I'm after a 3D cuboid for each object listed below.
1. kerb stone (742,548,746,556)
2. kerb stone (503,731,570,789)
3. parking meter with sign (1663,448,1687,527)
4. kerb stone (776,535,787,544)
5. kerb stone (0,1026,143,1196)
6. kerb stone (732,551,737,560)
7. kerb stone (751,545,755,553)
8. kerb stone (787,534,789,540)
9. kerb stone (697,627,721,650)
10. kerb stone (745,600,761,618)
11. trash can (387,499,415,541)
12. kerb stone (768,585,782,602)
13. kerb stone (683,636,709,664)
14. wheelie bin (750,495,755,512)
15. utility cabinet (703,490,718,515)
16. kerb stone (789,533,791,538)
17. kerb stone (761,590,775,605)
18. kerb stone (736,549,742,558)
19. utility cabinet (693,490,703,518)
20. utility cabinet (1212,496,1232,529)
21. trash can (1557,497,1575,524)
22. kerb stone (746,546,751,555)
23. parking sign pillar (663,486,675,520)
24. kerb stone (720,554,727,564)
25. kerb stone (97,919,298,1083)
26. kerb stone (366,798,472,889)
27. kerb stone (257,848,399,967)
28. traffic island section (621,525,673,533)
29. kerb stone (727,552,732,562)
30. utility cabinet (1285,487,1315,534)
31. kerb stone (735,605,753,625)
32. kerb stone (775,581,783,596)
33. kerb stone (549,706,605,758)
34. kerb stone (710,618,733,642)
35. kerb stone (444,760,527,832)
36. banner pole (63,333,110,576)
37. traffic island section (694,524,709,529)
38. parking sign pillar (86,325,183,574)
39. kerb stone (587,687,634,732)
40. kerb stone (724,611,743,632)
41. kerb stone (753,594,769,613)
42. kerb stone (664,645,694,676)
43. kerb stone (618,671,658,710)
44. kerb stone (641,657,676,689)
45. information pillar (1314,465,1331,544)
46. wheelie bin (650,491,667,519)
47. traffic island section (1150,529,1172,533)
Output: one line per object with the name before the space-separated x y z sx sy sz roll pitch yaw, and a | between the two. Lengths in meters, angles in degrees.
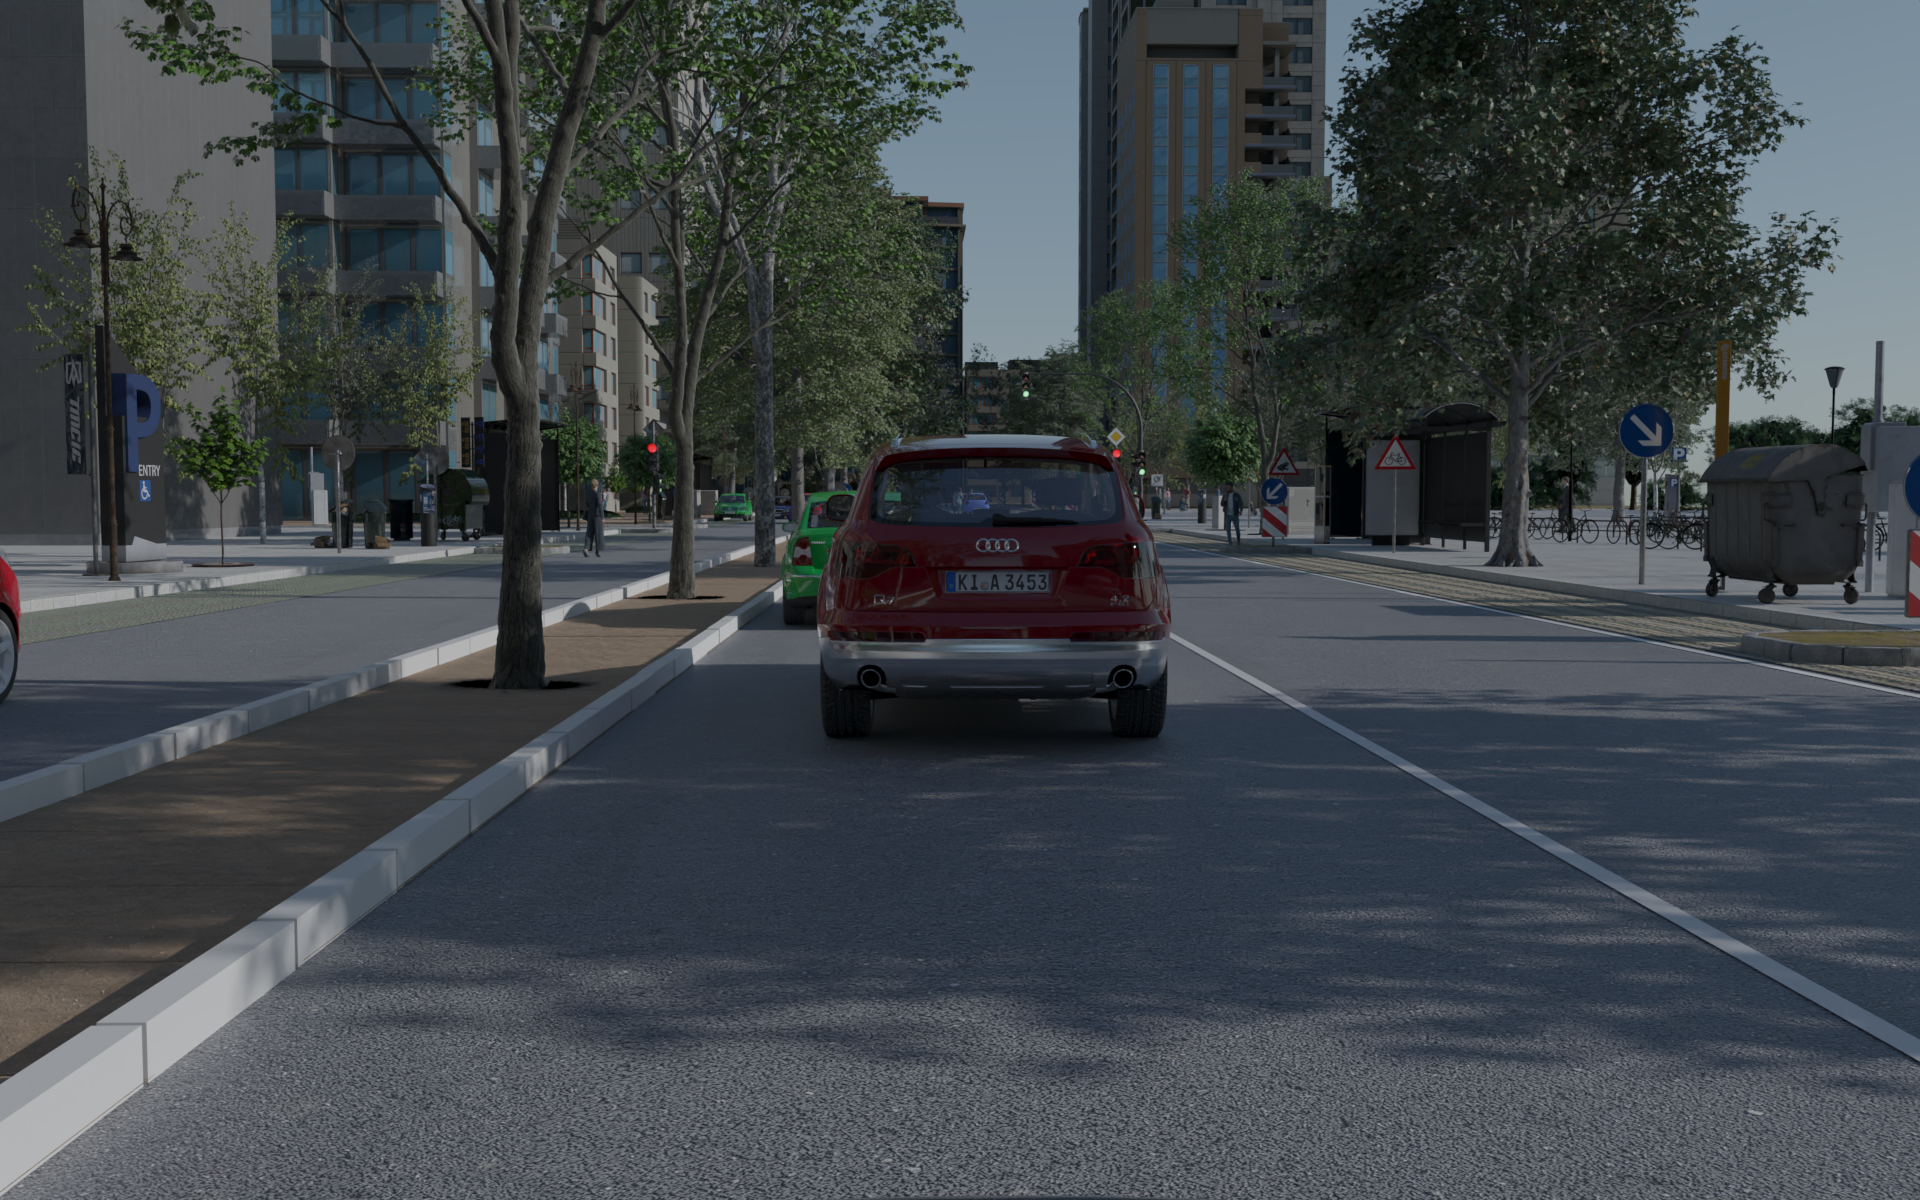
kerb stone | -5.039 -1.059 39.517 0.120 0.150 1.000 0 4 -1
kerb stone | -2.161 0.821 8.814 0.120 0.150 1.000 0 4 -1
parking meter with sign | 27.056 -4.248 65.722 0.543 3.016 1.738 1 4 11
kerb stone | -5.351 -1.802 51.797 0.120 0.150 1.000 0 4 -1
kerb stone | -2.023 1.132 3.684 0.120 0.150 1.000 0 4 -1
kerb stone | -4.986 -0.928 37.473 0.120 0.150 1.000 0 4 -1
kerb stone | -5.090 -1.182 41.563 0.120 0.150 1.000 0 4 -1
kerb stone | -5.375 -1.873 52.824 0.120 0.150 1.000 0 4 -1
kerb stone | -2.347 0.388 16.007 0.120 0.150 1.000 0 4 -1
kerb stone | -2.442 0.131 20.113 0.120 0.150 1.000 0 4 -1
trash can | -15.344 -2.197 47.577 0.748 1.137 0.748 0 3 0
kerb stone | -2.519 -0.059 23.179 0.120 0.150 1.000 0 4 -1
kerb stone | -2.310 0.446 14.980 0.120 0.150 1.000 0 4 -1
wheelie bin | -15.168 -7.166 125.065 0.693 1.594 0.980 -2 4 -26
utility cabinet | -15.069 -5.807 103.615 1.173 1.500 0.318 2 4 24
kerb stone | -5.400 -1.936 53.846 0.120 0.150 1.000 0 4 -1
kerb stone | -2.496 0.002 22.156 0.120 0.150 1.000 0 4 -1
kerb stone | -5.010 -0.992 38.496 0.120 0.150 1.000 0 4 -1
utility cabinet | -14.316 -5.101 92.088 1.173 1.500 0.318 3 4 36
utility cabinet | 9.750 -3.259 64.452 0.306 1.237 1.020 3 4 38
trash can | 26.087 -3.851 74.615 0.748 1.137 0.748 0 3 0
kerb stone | -5.066 -1.122 40.539 0.120 0.150 1.000 0 4 -1
parking sign pillar | -14.302 -6.057 87.505 1.447 3.967 1.447 0 4 -5
kerb stone | -4.938 -0.809 35.430 0.120 0.150 1.000 0 4 -1
kerb stone | -2.047 1.070 4.705 0.120 0.150 1.000 0 4 -1
kerb stone | -2.106 0.944 6.758 0.120 0.150 1.000 0 4 -1
kerb stone | -2.077 1.007 5.737 0.120 0.150 1.000 0 4 -1
traffic island section | -11.442 -2.595 64.709 2.009 0.180 2.903 0 4 -1
kerb stone | -4.963 -0.872 36.451 0.120 0.150 1.000 0 4 -1
utility cabinet | 10.949 -2.842 55.144 1.173 1.500 0.318 -1 4 -15
kerb stone | -2.423 0.193 19.090 0.120 0.150 1.000 0 4 -1
kerb stone | -2.548 -0.123 24.212 0.120 0.150 1.000 0 4 -1
kerb stone | -2.183 0.755 9.844 0.120 0.150 1.000 0 4 -1
kerb stone | -2.368 0.317 17.044 0.120 0.150 1.000 0 4 -1
kerb stone | -2.133 0.881 7.793 0.120 0.150 1.000 0 4 -1
banner pole | -13.765 -2.273 27.182 0.863 3.779 0.401 2 4 27
traffic island section | -11.645 -3.083 72.692 2.009 0.180 2.903 0 4 -1
parking sign pillar | -13.562 -2.440 28.361 1.447 3.967 1.447 0 4 2
kerb stone | -2.209 0.692 10.880 0.120 0.150 1.000 0 4 -1
kerb stone | -2.396 0.252 18.068 0.120 0.150 1.000 0 4 -1
kerb stone | -2.466 0.068 21.135 0.120 0.150 1.000 0 4 -1
kerb stone | -2.288 0.504 13.958 0.120 0.150 1.000 0 4 -1
kerb stone | -2.230 0.629 11.909 0.120 0.150 1.000 0 4 -1
kerb stone | -2.270 0.566 12.936 0.120 0.150 1.000 0 4 -1
information pillar | 9.332 -2.451 44.574 0.304 2.012 0.304 3 5 43
wheelie bin | -15.530 -4.967 89.121 0.693 1.594 0.980 1 4 9
traffic island section | 6.793 -2.623 65.167 2.009 0.180 2.903 0 4 -1
